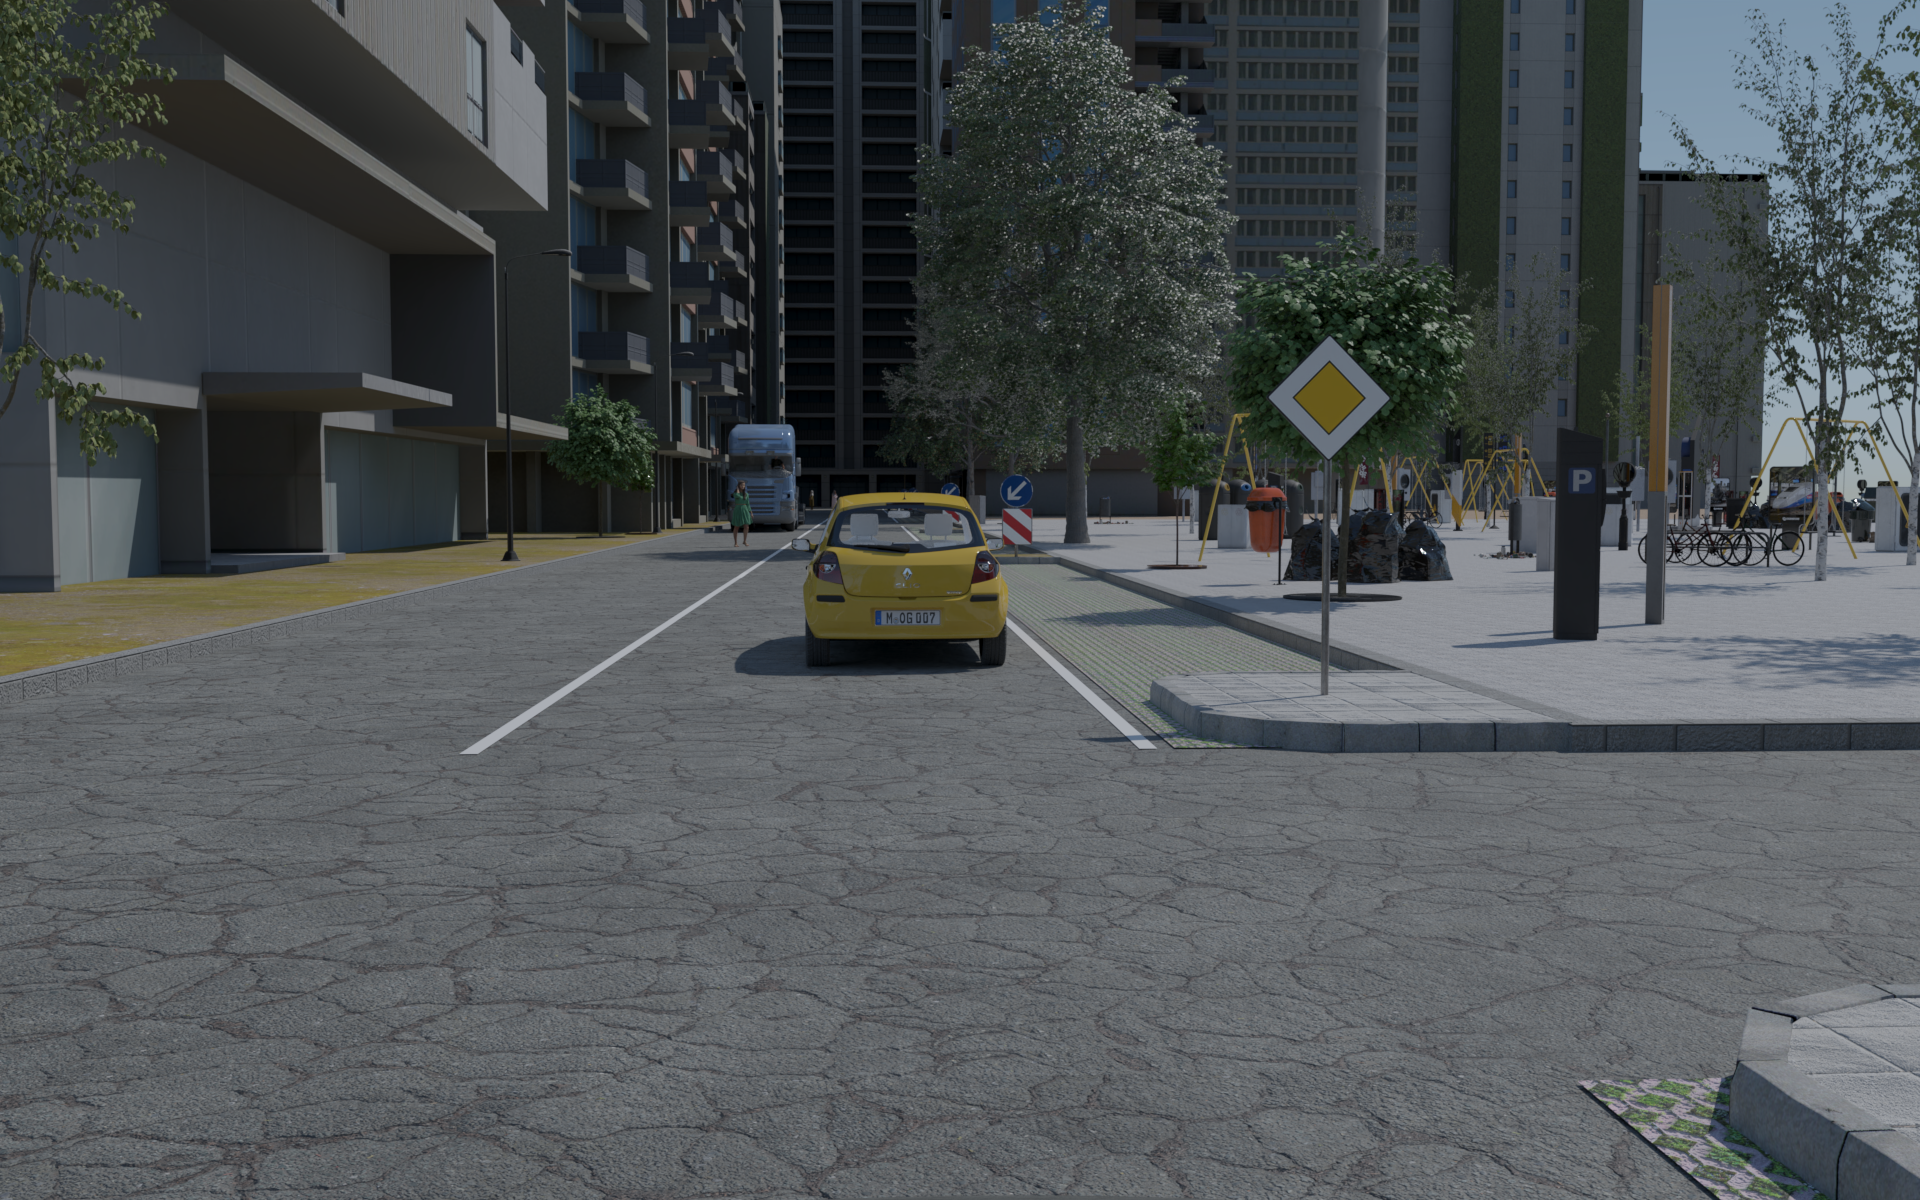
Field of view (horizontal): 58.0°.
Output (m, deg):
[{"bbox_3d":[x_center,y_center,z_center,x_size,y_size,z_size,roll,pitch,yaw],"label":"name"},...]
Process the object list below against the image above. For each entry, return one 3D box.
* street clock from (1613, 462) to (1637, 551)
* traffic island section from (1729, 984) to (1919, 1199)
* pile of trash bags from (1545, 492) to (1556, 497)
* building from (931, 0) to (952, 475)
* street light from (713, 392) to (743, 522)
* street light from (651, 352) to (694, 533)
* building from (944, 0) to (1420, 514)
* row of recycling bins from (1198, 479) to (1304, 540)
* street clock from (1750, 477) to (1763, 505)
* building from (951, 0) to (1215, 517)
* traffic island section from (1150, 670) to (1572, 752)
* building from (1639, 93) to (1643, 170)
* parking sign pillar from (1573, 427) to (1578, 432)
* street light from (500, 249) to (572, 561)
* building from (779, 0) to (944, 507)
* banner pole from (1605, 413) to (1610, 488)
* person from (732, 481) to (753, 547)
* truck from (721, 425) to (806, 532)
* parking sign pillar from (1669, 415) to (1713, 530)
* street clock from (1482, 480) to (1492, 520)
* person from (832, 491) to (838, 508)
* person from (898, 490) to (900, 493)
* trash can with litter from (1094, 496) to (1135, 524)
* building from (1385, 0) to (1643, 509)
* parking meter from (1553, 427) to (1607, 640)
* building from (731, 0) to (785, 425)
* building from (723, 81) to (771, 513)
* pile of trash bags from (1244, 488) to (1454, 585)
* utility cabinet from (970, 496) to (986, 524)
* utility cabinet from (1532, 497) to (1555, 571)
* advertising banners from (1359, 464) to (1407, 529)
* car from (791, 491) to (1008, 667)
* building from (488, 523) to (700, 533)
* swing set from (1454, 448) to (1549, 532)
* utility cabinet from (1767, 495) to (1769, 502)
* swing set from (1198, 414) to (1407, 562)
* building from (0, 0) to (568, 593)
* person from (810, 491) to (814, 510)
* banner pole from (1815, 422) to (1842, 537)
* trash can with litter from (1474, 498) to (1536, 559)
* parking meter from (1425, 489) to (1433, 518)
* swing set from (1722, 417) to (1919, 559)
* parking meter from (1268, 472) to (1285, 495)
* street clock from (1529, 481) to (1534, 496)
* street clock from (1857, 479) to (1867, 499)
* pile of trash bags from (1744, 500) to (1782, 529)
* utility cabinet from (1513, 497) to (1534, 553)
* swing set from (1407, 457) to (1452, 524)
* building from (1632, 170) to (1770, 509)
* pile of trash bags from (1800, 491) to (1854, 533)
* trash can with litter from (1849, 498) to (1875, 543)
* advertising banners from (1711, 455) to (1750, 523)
[{"bbox_3d":[15.078,-2.126,39.326,0.471,2.002,0.358,2,4,30],"label":"street clock"},{"bbox_3d":[2.780,1.173,3.101,2.009,0.180,2.903,0,4,-3],"label":"traffic island section"},{"bbox_3d":[28.688,-4.284,79.798,3.447,1.369,1.912,2,4,25],"label":"pile of trash bags"},{"bbox_3d":[11.435,-34.203,148.449,28.713,52.752,27.495,0,4,-3],"label":"building"},{"bbox_3d":[-10.609,-6.528,79.268,1.470,5.913,1.316,0,4,-3],"label":"street light"},{"bbox_3d":[-9.413,-5.151,56.766,1.470,5.913,1.316,0,4,-3],"label":"street light"},{"bbox_3d":[15.101,-26.382,123.219,32.217,40.220,23.993,0,4,-3],"label":"building"},{"bbox_3d":[8.216,-2.563,49.013,3.534,1.692,1.069,-2,4,-31],"label":"row of recycling bins"},{"bbox_3d":[33.946,-4.241,73.903,0.471,2.002,0.358,-1,4,-12],"label":"street clock"},{"bbox_3d":[6.755,-27.728,103.464,14.600,45.320,14.200,0,4,-3],"label":"building"},{"bbox_3d":[2.348,0.685,11.074,2.009,0.180,2.903,0,4,-3],"label":"traffic island section"},{"bbox_3d":[60.554,-30.345,179.741,14.086,41.232,14.154,0,4,-3],"label":"building"},{"bbox_3d":[24.922,-4.999,70.200,1.447,3.967,1.447,0,4,7],"label":"parking sign pillar"},{"bbox_3d":[-8.063,-3.698,33.000,1.470,5.913,1.316,0,4,-3],"label":"street light"},{"bbox_3d":[-8.597,-45.293,178.799,20.611,71.187,20.563,0,4,-3],"label":"building"},{"bbox_3d":[20.121,-3.906,53.886,0.401,3.779,0.863,1,4,23],"label":"banner pole"},{"bbox_3d":[-5.930,-2.336,46.948,0.600,1.795,0.529,-3,5,-43],"label":"person"},{"bbox_3d":[-7.952,-5.082,72.845,2.967,4.110,18.799,0,4,-4],"label":"truck"},{"bbox_3d":[24.848,-4.305,58.865,1.447,3.967,1.447,2,4,33],"label":"parking sign pillar"},{"bbox_3d":[26.432,-5.035,86.884,0.358,2.002,0.471,-1,4,-18],"label":"street clock"},{"bbox_3d":[-11.734,-9.354,162.107,0.621,1.740,0.551,2,4,25],"label":"person"},{"bbox_3d":[-4.592,-7.513,132.061,1.217,1.743,0.721,-1,4,-20],"label":"person"},{"bbox_3d":[6.609,-3.858,74.134,2.233,1.210,1.678,-2,4,-25],"label":"trash can with litter"},{"bbox_3d":[42.497,-37.375,153.080,28.212,58.520,21.231,0,4,-3],"label":"building"},{"bbox_3d":[5.464,-0.585,15.270,0.399,1.863,0.255,1,4,10],"label":"parking meter"},{"bbox_3d":[-26.289,-32.164,149.581,21.600,48.544,21.300,0,4,-3],"label":"building"},{"bbox_3d":[-20.734,-21.387,121.384,14.160,30.474,14.107,0,4,-3],"label":"building"},{"bbox_3d":[5.532,-0.960,25.442,3.447,1.369,1.912,-2,4,-35],"label":"pile of trash bags"},{"bbox_3d":[0.765,-3.884,74.669,0.306,1.237,1.020,-2,4,-25],"label":"utility cabinet"},{"bbox_3d":[10.119,-1.096,29.075,1.020,1.237,0.306,-2,4,-34],"label":"utility cabinet"},{"bbox_3d":[12.201,-3.305,50.227,0.090,3.025,2.074,-2,4,-29],"label":"advertising banners"},{"bbox_3d":[-0.550,-0.345,15.861,2.015,1.641,3.980,0,4,-4],"label":"car"},{"bbox_3d":[-20.696,-25.354,69.157,22.147,44.769,28.867,0,4,-3],"label":"building"},{"bbox_3d":[19.217,-3.839,60.388,2.862,2.851,3.119,0,4,-1],"label":"swing set"},{"bbox_3d":[41.001,-4.624,86.760,1.020,1.237,0.306,0,4,8],"label":"utility cabinet"},{"bbox_3d":[6.431,-2.174,33.170,3.119,2.851,2.862,3,4,38],"label":"swing set"},{"bbox_3d":[-23.529,-27.117,32.595,28.713,52.752,27.495,0,4,-3],"label":"building"},{"bbox_3d":[-13.527,-9.045,157.116,0.721,1.736,1.217,-1,4,-10],"label":"person"},{"bbox_3d":[26.217,-3.810,52.316,0.401,3.779,0.863,-3,5,-45],"label":"banner pole"},{"bbox_3d":[10.983,-1.459,34.912,1.678,1.210,2.233,2,4,32],"label":"trash can with litter"},{"bbox_3d":[23.359,-4.760,86.230,0.372,1.533,0.369,0,3,0],"label":"parking meter"},{"bbox_3d":[17.940,-2.351,36.052,3.119,2.851,2.862,-3,4,-36],"label":"swing set"},{"bbox_3d":[8.301,-2.433,45.491,0.399,1.863,0.255,2,4,34],"label":"parking meter"},{"bbox_3d":[28.162,-4.971,85.840,0.358,2.002,0.471,-2,4,-35],"label":"street clock"},{"bbox_3d":[44.628,-4.964,85.729,0.471,2.002,0.358,-2,4,-26],"label":"street clock"},{"bbox_3d":[31.078,-3.344,64.432,3.447,1.369,1.912,0,4,5],"label":"pile of trash bags"},{"bbox_3d":[12.619,-1.633,37.865,1.020,1.237,0.306,1,4,17],"label":"utility cabinet"},{"bbox_3d":[18.998,-4.522,71.554,2.862,2.851,3.119,0,4,-5],"label":"swing set"},{"bbox_3d":[63.447,-23.651,158.389,14.107,30.474,14.160,0,4,-3],"label":"building"},{"bbox_3d":[28.714,-2.932,57.693,1.912,1.369,3.447,2,4,30],"label":"pile of trash bags"},{"bbox_3d":[24.103,-2.107,45.843,0.624,1.170,1.055,-2,4,-25],"label":"trash can with litter"},{"bbox_3d":[34.153,-4.935,76.876,0.090,3.025,2.074,-2,4,-29],"label":"advertising banners"}]
